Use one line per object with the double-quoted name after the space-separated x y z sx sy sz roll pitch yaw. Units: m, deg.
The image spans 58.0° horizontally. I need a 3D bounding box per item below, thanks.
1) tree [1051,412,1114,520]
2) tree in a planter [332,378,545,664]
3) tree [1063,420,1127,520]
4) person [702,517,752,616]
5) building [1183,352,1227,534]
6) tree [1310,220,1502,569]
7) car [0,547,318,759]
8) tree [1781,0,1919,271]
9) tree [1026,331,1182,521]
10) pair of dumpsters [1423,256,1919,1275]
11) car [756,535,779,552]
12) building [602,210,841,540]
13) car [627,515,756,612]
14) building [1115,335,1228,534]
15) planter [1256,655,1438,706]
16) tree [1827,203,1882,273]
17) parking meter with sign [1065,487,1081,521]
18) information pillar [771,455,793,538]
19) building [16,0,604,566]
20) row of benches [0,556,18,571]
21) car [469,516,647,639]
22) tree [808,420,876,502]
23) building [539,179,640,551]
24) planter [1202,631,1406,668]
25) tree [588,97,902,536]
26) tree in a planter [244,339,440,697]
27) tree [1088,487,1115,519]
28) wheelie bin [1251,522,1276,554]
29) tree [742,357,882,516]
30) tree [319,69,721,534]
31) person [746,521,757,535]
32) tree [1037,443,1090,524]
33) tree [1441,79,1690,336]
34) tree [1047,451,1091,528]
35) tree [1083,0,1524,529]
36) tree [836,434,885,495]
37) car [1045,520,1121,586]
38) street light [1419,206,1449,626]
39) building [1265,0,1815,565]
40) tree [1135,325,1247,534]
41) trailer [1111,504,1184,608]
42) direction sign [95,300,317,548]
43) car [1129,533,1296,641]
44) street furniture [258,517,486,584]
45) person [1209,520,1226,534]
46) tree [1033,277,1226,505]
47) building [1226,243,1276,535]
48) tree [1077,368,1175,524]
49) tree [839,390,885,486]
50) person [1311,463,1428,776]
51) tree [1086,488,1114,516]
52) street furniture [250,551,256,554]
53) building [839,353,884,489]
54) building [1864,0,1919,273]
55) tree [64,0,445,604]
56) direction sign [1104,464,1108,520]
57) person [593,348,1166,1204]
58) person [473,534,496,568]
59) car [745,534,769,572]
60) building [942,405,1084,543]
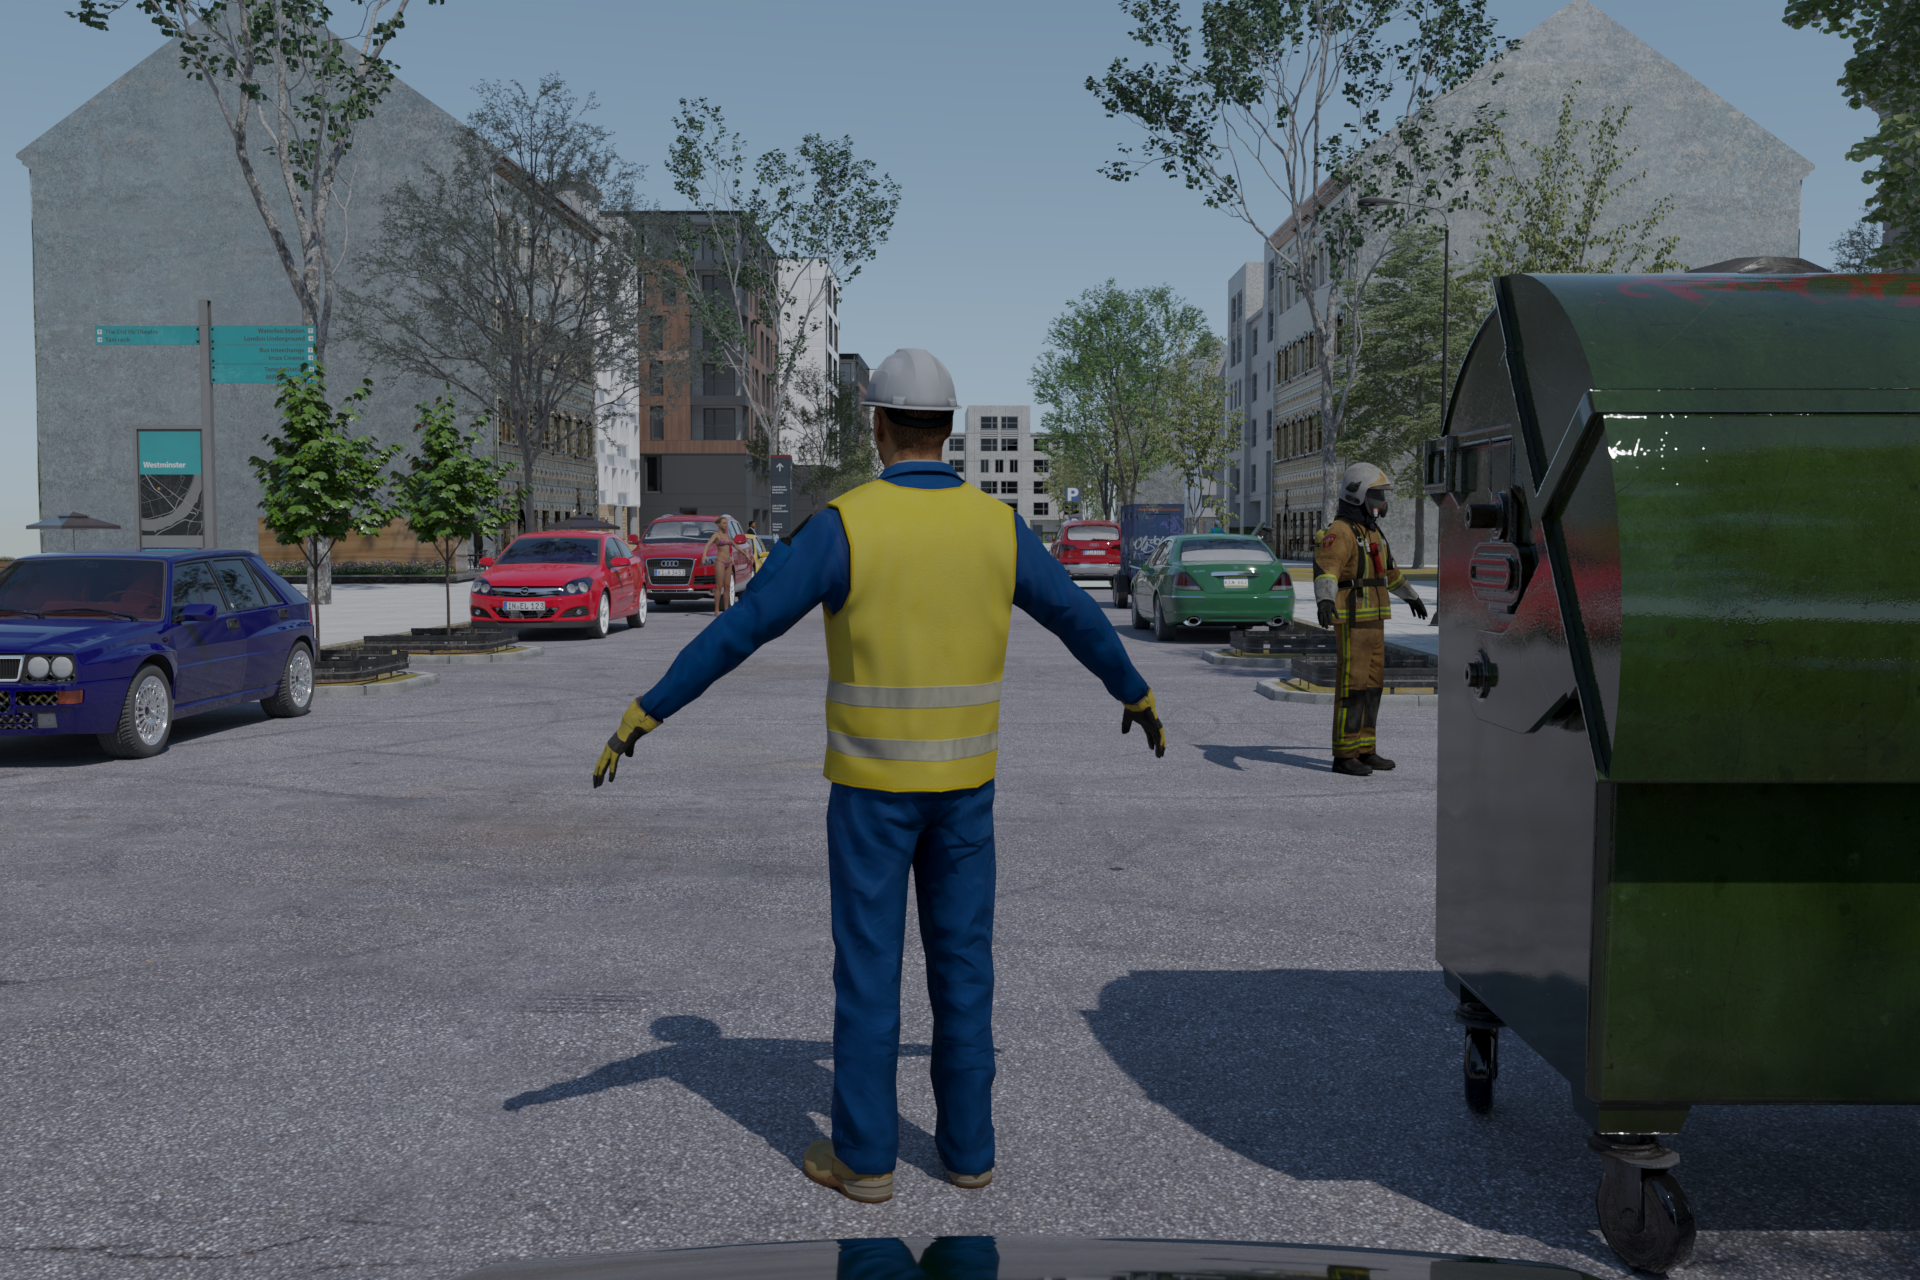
7.752 -9.281 102.105 4.360 8.622 3.978 0 3 0 "tree"
-5.941 -1.394 20.018 1.991 3.239 1.994 0 4 2 "tree in a planter"
8.122 -9.654 108.199 4.737 8.622 4.395 0 3 0 "tree"
-4.071 -1.276 30.123 0.721 1.733 1.217 2 4 35 "person"
28.249 -19.664 177.919 16.016 20.090 11.380 0 4 1 "building"
16.839 -8.900 63.644 7.486 12.596 7.792 0 3 0 "tree"
-6.019 0.018 12.280 1.945 1.354 3.894 0 4 0 "car"
9.533 -5.746 12.068 7.486 12.596 7.792 0 3 0 "tree"
7.394 -9.883 87.341 9.928 11.665 9.643 0 3 0 "tree"
3.331 0.068 3.833 4.436 2.255 1.574 0 4 0 "pair of dumpsters"
-5.565 -2.115 46.584 2.014 1.417 4.499 0 4 1 "car"
-23.897 -17.250 126.012 27.936 21.610 32.646 0 4 1 "building"
-5.210 -1.533 33.733 2.281 1.827 5.304 0 4 0 "car"
27.970 -22.616 200.705 19.493 23.208 18.063 0 4 1 "building"
3.690 0.352 15.382 1.991 0.319 1.994 0 4 0 "planter"
29.073 -8.544 50.061 12.009 13.543 11.850 0 3 0 "tree"
4.161 -4.111 63.482 0.543 3.016 1.738 0 4 1 "parking meter with sign"
-5.846 -4.126 56.842 0.750 3.857 0.750 0 4 2 "information pillar"
-27.675 -15.115 78.056 19.493 23.208 18.063 0 4 1 "building"
-26.844 -2.003 48.219 1.422 0.672 4.104 2 4 26 "row of benches"
-5.739 -0.979 25.046 2.155 1.783 4.494 0 4 1 "car"
-7.688 -9.348 103.209 4.360 8.622 3.978 0 3 0 "tree"
-24.881 -14.516 93.759 16.016 20.090 11.380 0 4 1 "building"
3.776 0.099 19.529 1.991 0.319 1.994 0 3 0 "planter"
-9.594 -13.512 76.811 12.611 20.169 13.585 0 3 0 "tree"
-5.999 -1.154 16.084 1.991 3.239 1.994 0 4 1 "tree in a planter"
19.803 -17.569 237.619 4.360 8.622 3.978 0 3 0 "tree"
7.668 -2.209 44.026 0.693 1.594 0.980 0 4 0 "wheelie bin"
-7.918 -9.643 92.078 8.767 10.594 7.601 1 4 18 "tree"
-11.546 -8.310 46.245 12.009 13.543 11.850 0 3 0 "tree"
-7.105 -3.252 59.898 0.721 1.740 1.216 1 4 21 "person"
7.402 -10.662 124.693 4.737 8.622 4.395 0 3 0 "tree"
10.008 -4.822 29.205 4.737 8.622 4.395 0 3 0 "tree"
8.540 -11.314 135.341 4.737 8.622 4.395 0 3 0 "tree"
8.414 -11.568 45.024 12.611 20.169 13.585 0 3 0 "tree"
-7.151 -10.587 123.454 4.737 8.622 4.395 0 3 0 "tree"
3.451 -2.329 46.748 2.281 1.827 5.304 0 4 1 "car"
7.245 -3.146 23.979 1.470 5.913 1.316 0 4 1 "street light"
25.381 -15.257 80.376 19.493 23.208 18.063 0 4 0 "building"
8.202 -6.738 60.530 4.737 8.622 4.395 0 3 0 "tree"
3.739 -1.679 34.502 1.471 1.999 3.904 0 3 0 "trailer"
-8.602 -1.936 20.416 2.525 3.948 1.411 0 4 1 "direction sign"
3.531 -0.787 24.661 2.131 1.459 4.920 0 4 -1 "car"
-17.595 -2.460 47.069 9.812 1.723 11.010 0 4 -6 "street furniture"
9.863 -3.702 66.656 1.347 1.817 0.704 -1 4 -18 "person"
6.771 -8.769 69.123 9.928 11.665 9.643 0 3 0 "tree"
26.809 -14.615 105.409 16.747 18.905 31.486 0 4 1 "building"
7.016 -7.680 75.925 4.737 8.622 4.395 0 3 0 "tree"
-7.466 -14.527 147.892 12.009 13.543 11.850 0 3 0 "tree"
2.426 -0.133 10.398 0.705 1.858 1.354 3 4 38 "person"
20.128 -17.920 243.352 4.360 8.622 3.978 0 3 0 "tree"
-29.835 -2.777 61.035 10.072 0.657 5.734 0 4 -7 "street furniture"
-21.694 -22.523 212.230 27.936 21.610 32.646 0 4 1 "building"
26.491 -14.052 27.021 12.463 27.353 25.104 0 4 0 "building"
-13.049 -10.674 30.403 12.611 20.169 13.585 0 3 0 "tree"
4.733 -3.925 56.165 0.379 3.537 0.876 0 4 -1 "direction sign"
-0.115 0.282 3.817 1.349 1.833 0.705 -1 4 -21 "person"
-18.237 -3.635 65.651 0.704 1.802 1.346 3 5 40 "person"
-5.463 -1.889 41.111 2.015 1.641 3.980 0 4 1 "car"
0.921 -22.957 244.261 31.486 18.905 16.747 0 4 -1 "building"
